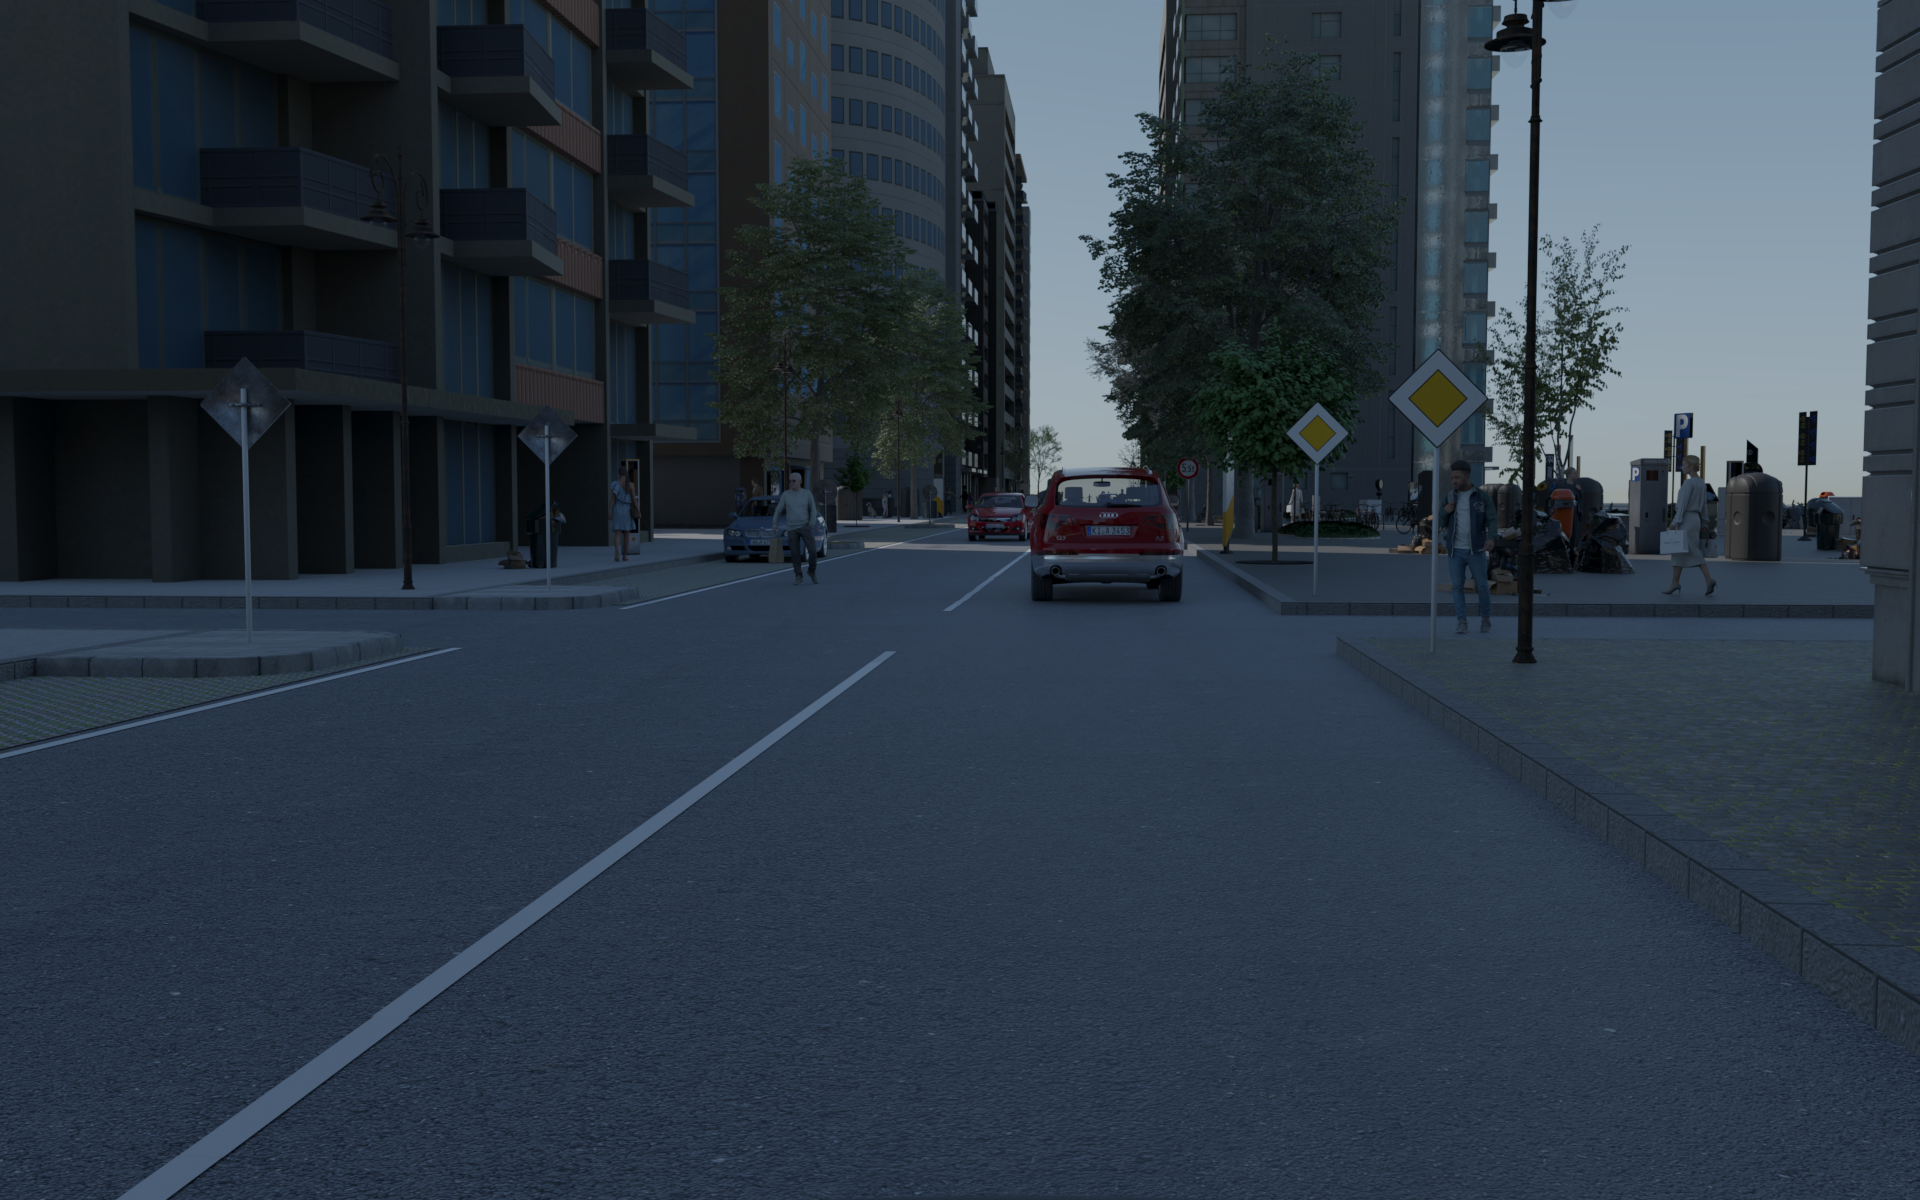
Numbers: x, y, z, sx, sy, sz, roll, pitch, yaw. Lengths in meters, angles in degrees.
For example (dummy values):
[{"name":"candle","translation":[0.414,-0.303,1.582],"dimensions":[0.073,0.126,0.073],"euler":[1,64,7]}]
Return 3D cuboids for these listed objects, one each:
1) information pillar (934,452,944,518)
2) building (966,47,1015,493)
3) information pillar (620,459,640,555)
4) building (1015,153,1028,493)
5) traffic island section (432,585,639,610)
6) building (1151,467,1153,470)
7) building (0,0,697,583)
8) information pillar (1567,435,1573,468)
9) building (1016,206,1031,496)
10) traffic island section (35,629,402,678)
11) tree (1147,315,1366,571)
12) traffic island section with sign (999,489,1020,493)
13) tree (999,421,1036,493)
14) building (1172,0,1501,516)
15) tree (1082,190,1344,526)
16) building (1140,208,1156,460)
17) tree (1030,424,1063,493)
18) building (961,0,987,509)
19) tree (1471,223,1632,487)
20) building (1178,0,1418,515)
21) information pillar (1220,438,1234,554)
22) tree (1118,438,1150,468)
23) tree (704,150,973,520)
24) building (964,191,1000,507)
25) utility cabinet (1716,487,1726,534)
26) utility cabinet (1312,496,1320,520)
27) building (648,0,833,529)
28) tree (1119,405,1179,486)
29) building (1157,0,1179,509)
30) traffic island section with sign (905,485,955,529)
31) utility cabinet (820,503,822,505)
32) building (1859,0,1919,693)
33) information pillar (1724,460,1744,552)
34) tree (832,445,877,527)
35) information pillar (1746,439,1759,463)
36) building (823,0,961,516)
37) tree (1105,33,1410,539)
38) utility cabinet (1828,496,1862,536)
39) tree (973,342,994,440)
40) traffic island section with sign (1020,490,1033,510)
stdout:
[{"name":"information pillar","translation":[-1.147,-6.205,92.798],"dimensions":[0.504,3.616,0.183],"euler":[-1,4,-11]},{"name":"building","translation":[-5.055,-34.832,193.199],"dimensions":[21.300,48.544,21.600],"euler":[0,4,5]},{"name":"information pillar","translation":[-6.949,-1.957,36.483],"dimensions":[0.304,2.012,0.304],"euler":[-3,4,-37]},{"name":"building","translation":[-2.877,-34.492,218.567],"dimensions":[22.147,44.769,28.867],"euler":[0,4,5]},{"name":"traffic island section","translation":[-5.452,-0.034,22.835],"dimensions":[2.009,0.180,2.903],"euler":[0,4,5]},{"name":"building","translation":[33.145,-54.229,199.320],"dimensions":[22.319,86.520,31.000],"euler":[0,4,5]},{"name":"building","translation":[-18.519,-23.431,37.729],"dimensions":[22.147,44.769,28.867],"euler":[0,4,5]},{"name":"information pillar","translation":[24.051,-4.706,68.292],"dimensions":[0.183,3.616,0.504],"euler":[2,4,34]},{"name":"building","translation":[2.442,-34.015,239.737],"dimensions":[14.154,41.232,14.086],"euler":[0,4,5]},{"name":"traffic island section","translation":[-6.129,0.453,14.878],"dimensions":[2.009,0.180,2.903],"euler":[0,4,5]},{"name":"tree","translation":[5.851,-2.960,32.116],"dimensions":[4.285,4.588,4.351],"euler":[0,3,0]},{"name":"traffic island section with sign","translation":[3.025,-6.967,122.537],"dimensions":[1.989,1.847,2.006],"euler":[0,4,5]},{"name":"tree","translation":[5.459,-13.748,175.145],"dimensions":[4.360,8.622,3.978],"euler":[0,3,0]},{"name":"building","translation":[27.757,-31.396,132.931],"dimensions":[23.786,49.044,30.456],"euler":[0,4,5]},{"name":"tree","translation":[10.060,-9.732,69.489],"dimensions":[12.009,13.543,11.850],"euler":[0,3,0]},{"name":"building","translation":[32.788,-34.480,247.349],"dimensions":[14.154,41.232,14.086],"euler":[0,4,5]},{"name":"tree","translation":[11.691,-20.207,256.145],"dimensions":[9.928,11.665,9.643],"euler":[0,3,0]},{"name":"building","translation":[-10.224,-31.913,141.382],"dimensions":[23.786,49.044,30.456],"euler":[0,4,5]},{"name":"tree","translation":[16.490,-5.953,47.696],"dimensions":[4.737,8.622,4.395],"euler":[0,3,0]},{"name":"building","translation":[21.161,-26.167,111.419],"dimensions":[14.154,41.232,14.086],"euler":[0,4,5]},{"name":"information pillar","translation":[5.761,-2.803,37.181],"dimensions":[0.183,3.616,0.504],"euler":[2,4,28]},{"name":"tree","translation":[19.001,-14.220,182.858],"dimensions":[4.360,8.622,3.978],"euler":[0,3,0]},{"name":"tree","translation":[-4.446,-8.540,57.752],"dimensions":[7.486,12.596,7.792],"euler":[0,3,0]},{"name":"building","translation":[-3.692,-24.029,164.581],"dimensions":[14.160,30.474,14.107],"euler":[0,4,5]},{"name":"utility cabinet","translation":[24.351,-2.785,54.217],"dimensions":[1.173,1.500,0.318],"euler":[1,4,18]},{"name":"utility cabinet","translation":[14.987,-3.774,72.865],"dimensions":[0.306,1.237,1.020],"euler":[1,4,9]},{"name":"building","translation":[-13.148,-25.650,69.485],"dimensions":[14.600,45.320,14.200],"euler":[0,4,5]},{"name":"tree","translation":[11.340,-9.015,97.760],"dimensions":[4.737,8.622,4.395],"euler":[0,3,0]},{"name":"building","translation":[29.175,-32.749,159.155],"dimensions":[21.300,48.544,21.600],"euler":[0,4,5]},{"name":"traffic island section with sign","translation":[-1.231,-3.908,72.517],"dimensions":[1.989,1.847,2.006],"euler":[0,4,5]},{"name":"utility cabinet","translation":[-5.612,-3.222,63.836],"dimensions":[1.020,1.237,0.306],"euler":[1,4,11]},{"name":"building","translation":[10.434,-10.095,1.218],"dimensions":[11.583,22.565,21.152],"euler":[0,4,5]},{"name":"information pillar","translation":[16.979,-2.049,37.995],"dimensions":[0.304,2.012,0.304],"euler":[1,4,13]},{"name":"tree","translation":[-4.152,-4.442,67.220],"dimensions":[1.663,3.219,1.824],"euler":[0,3,0]},{"name":"information pillar","translation":[33.729,-5.044,73.826],"dimensions":[0.504,3.616,0.183],"euler":[3,4,38]},{"name":"building","translation":[-11.586,-34.852,111.824],"dimensions":[21.231,58.520,28.212],"euler":[0,4,5]},{"name":"tree","translation":[8.273,-8.765,49.959],"dimensions":[9.857,13.997,8.962],"euler":[0,3,0]},{"name":"utility cabinet","translation":[27.348,-2.586,53.442],"dimensions":[1.020,1.237,0.306],"euler":[1,4,23]},{"name":"tree","translation":[-2.026,-10.287,86.320],"dimensions":[7.486,12.596,7.792],"euler":[0,3,0]},{"name":"traffic island section with sign","translation":[5.298,-8.610,149.397],"dimensions":[1.989,1.847,2.006],"euler":[0,4,5]}]
